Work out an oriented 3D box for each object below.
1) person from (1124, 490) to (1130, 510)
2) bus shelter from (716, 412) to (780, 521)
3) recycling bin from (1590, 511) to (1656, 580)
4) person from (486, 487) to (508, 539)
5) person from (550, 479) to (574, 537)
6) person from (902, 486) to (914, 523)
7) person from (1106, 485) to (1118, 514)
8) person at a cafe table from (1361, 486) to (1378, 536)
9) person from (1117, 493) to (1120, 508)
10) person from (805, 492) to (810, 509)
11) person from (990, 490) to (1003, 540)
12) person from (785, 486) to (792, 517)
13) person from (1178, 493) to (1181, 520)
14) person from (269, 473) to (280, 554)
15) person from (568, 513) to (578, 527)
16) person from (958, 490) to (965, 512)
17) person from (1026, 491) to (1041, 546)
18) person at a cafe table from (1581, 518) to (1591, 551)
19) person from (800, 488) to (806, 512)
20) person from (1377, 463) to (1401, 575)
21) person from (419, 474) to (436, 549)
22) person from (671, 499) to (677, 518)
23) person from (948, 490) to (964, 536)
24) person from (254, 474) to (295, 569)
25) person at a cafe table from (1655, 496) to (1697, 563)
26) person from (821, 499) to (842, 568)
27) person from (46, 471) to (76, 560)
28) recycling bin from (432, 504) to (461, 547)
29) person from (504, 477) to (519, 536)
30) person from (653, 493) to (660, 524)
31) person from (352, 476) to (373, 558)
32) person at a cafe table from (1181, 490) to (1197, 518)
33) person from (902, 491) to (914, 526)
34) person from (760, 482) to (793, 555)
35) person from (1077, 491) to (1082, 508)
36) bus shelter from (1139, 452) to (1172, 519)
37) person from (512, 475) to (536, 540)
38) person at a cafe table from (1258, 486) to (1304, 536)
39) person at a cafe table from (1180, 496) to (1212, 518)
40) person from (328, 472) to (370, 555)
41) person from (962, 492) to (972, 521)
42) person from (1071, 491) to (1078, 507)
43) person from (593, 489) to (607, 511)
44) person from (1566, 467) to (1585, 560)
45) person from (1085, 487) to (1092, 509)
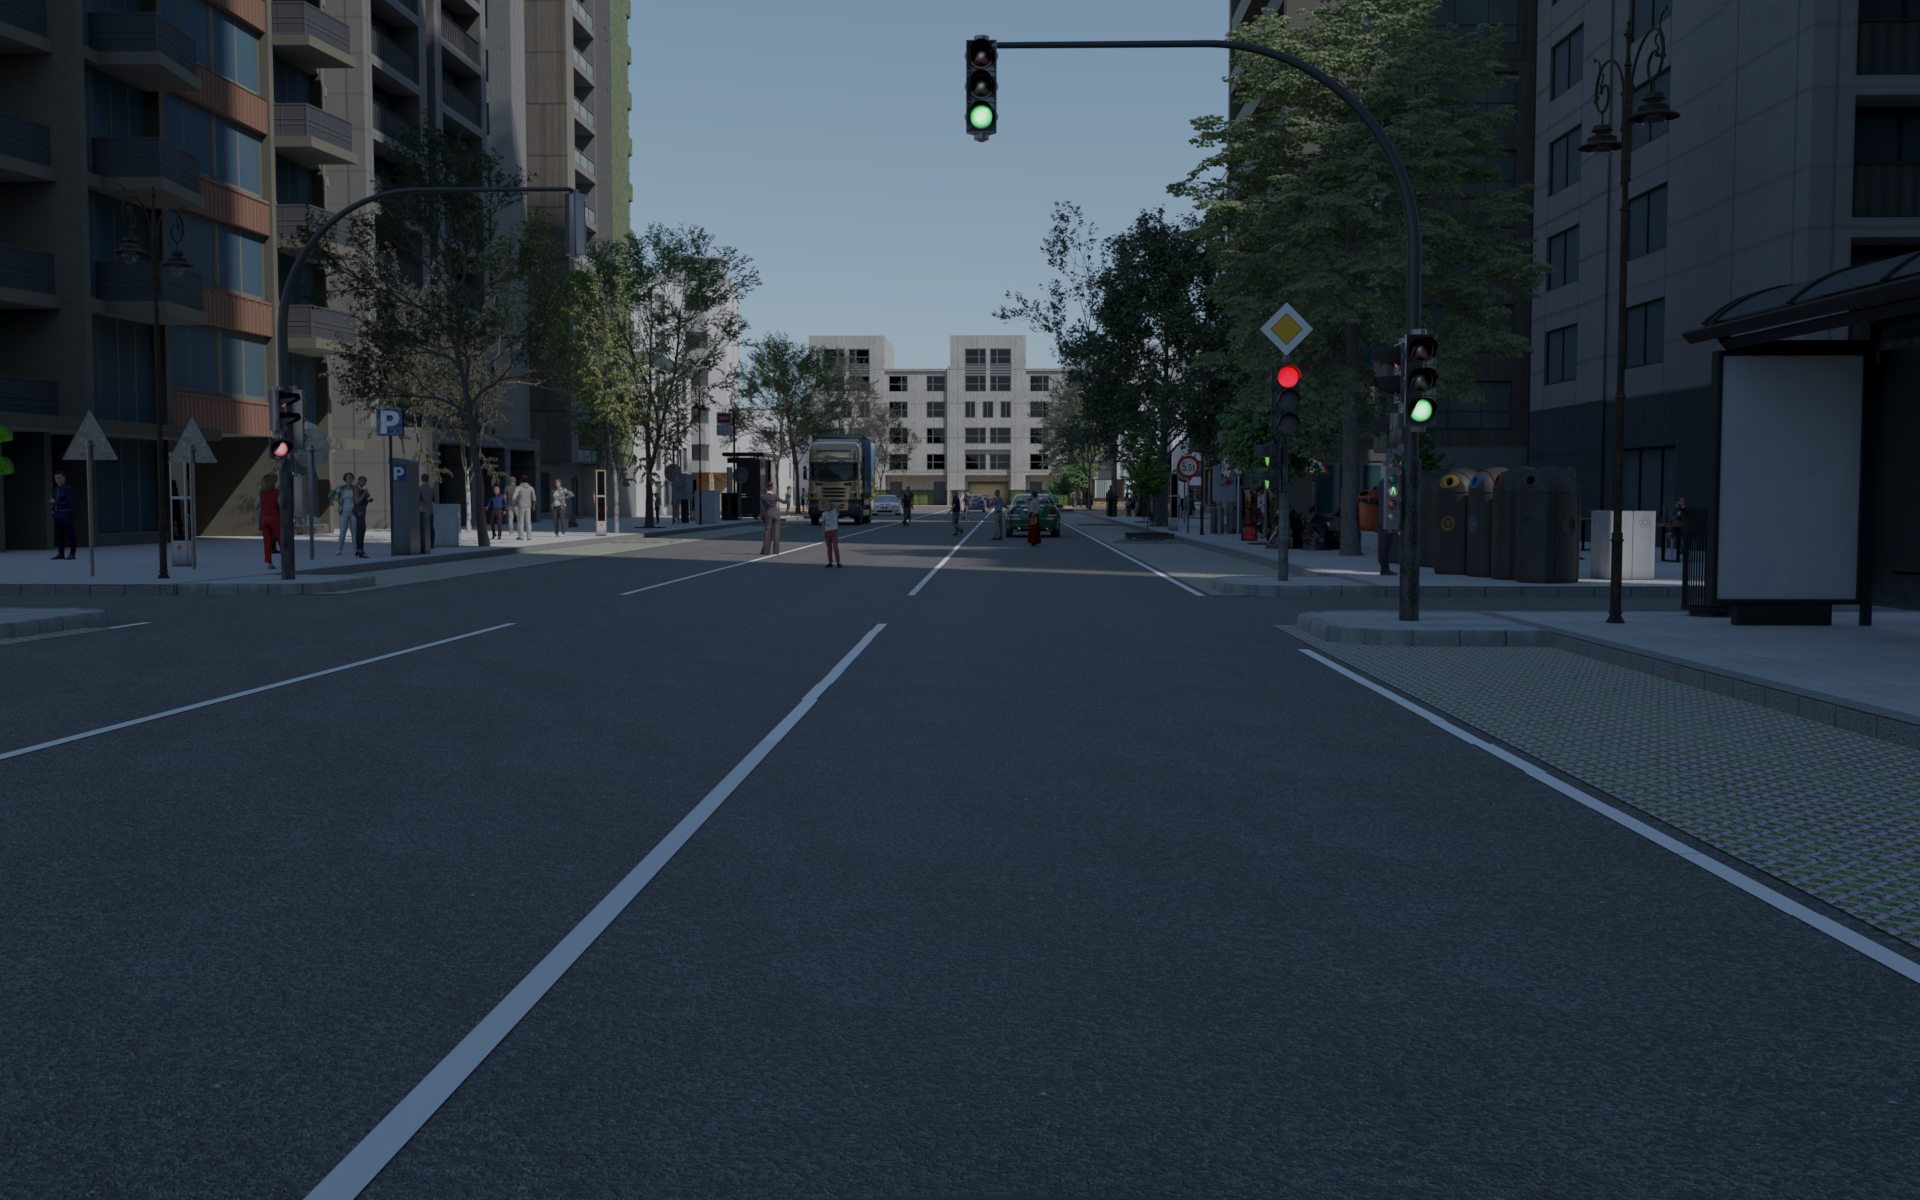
[{"bbox_3d":[13.100,-7.862,135.393,0.445,1.727,0.742,1,4,22],"label":"person"},{"bbox_3d":[-10.805,-6.744,87.897,2.179,5.291,8.768,0,4,2],"label":"bus shelter"},{"bbox_3d":[9.994,-0.830,26.128,0.722,1.027,0.722,0,4,-1],"label":"recycling bin"},{"bbox_3d":[-13.239,-2.476,49.219,0.574,1.496,0.600,2,4,33],"label":"person"},{"bbox_3d":[-11.985,-2.759,51.871,0.841,1.734,0.376,2,4,32],"label":"person"},{"bbox_3d":[-2.564,-4.644,84.555,0.598,1.807,0.434,1,4,21],"label":"person"},{"bbox_3d":[8.991,-5.926,103.070,0.705,1.807,1.348,-2,4,-27],"label":"person"},{"bbox_3d":[12.966,-2.701,52.671,1.622,1.524,1.698,1,4,12],"label":"person at a cafe table"},{"bbox_3d":[14.857,-9.468,164.104,0.557,1.426,1.065,-1,4,-21],"label":"person"},{"bbox_3d":[-12.931,-8.712,149.015,0.617,1.759,0.750,2,4,26],"label":"person"},{"bbox_3d":[1.158,-2.665,54.132,0.319,1.574,0.516,3,4,38],"label":"person"},{"bbox_3d":[-9.629,-5.513,96.910,0.376,1.734,0.841,0,4,1],"label":"person"},{"bbox_3d":[10.944,-4.712,86.987,0.340,1.345,0.435,-2,4,-33],"label":"person"},{"bbox_3d":[-14.751,-1.869,37.287,0.600,1.739,0.565,-3,5,-43],"label":"person"},{"bbox_3d":[-14.868,-3.054,66.444,0.381,0.543,0.357,-3,5,-39],"label":"person"},{"bbox_3d":[0.132,-8.099,141.584,0.551,1.740,0.621,0,4,-5],"label":"person"},{"bbox_3d":[2.042,-2.242,47.619,0.387,1.526,0.523,-1,4,-22],"label":"person"},{"bbox_3d":[13.673,-1.748,39.442,1.698,1.238,1.726,3,4,36],"label":"person at a cafe table"},{"bbox_3d":[-11.223,-7.100,122.912,0.721,1.735,1.217,0,4,3],"label":"person"},{"bbox_3d":[6.875,-1.277,27.365,0.568,1.767,0.683,0,4,-6],"label":"person"},{"bbox_3d":[-12.624,-2.086,40.685,0.617,1.759,0.750,-3,4,-37],"label":"person"},{"bbox_3d":[-15.529,-5.244,94.159,0.546,1.535,0.453,3,4,36],"label":"person"},{"bbox_3d":[-0.122,-2.942,58.809,0.569,1.553,0.471,-3,5,-44],"label":"person"},{"bbox_3d":[-11.723,-1.337,29.609,0.593,1.614,0.444,2,4,27],"label":"person"},{"bbox_3d":[13.963,-1.360,33.097,1.698,1.238,1.726,0,4,1],"label":"person at a cafe table"},{"bbox_3d":[-2.495,-1.306,33.765,0.435,1.345,0.340,0,4,5],"label":"person"},{"bbox_3d":[-17.587,-1.657,33.835,0.576,1.737,0.504,1,4,15],"label":"person"},{"bbox_3d":[-13.021,-1.883,43.339,0.722,1.027,0.722,0,4,5],"label":"recycling bin"},{"bbox_3d":[-13.633,-2.863,52.987,0.598,1.807,0.434,0,4,8],"label":"person"},{"bbox_3d":[-13.197,-3.998,75.324,0.340,1.345,0.435,-2,4,-33],"label":"person"},{"bbox_3d":[-11.963,-1.666,34.756,0.593,1.643,0.415,3,5,39],"label":"person"},{"bbox_3d":[12.621,-5.264,94.579,1.698,1.524,1.622,1,4,10],"label":"person at a cafe table"},{"bbox_3d":[-2.380,-4.106,77.848,0.569,1.553,0.471,-1,4,-22],"label":"person"},{"bbox_3d":[-4.349,-1.935,40.945,0.742,1.727,0.445,-2,4,-28],"label":"person"},{"bbox_3d":[11.128,-9.526,162.316,0.750,1.759,0.617,1,4,19],"label":"person"},{"bbox_3d":[10.430,-6.271,93.809,1.731,3.624,6.357,0,4,2],"label":"bus shelter"},{"bbox_3d":[-12.080,-2.560,48.045,0.875,1.805,0.789,-3,4,-36],"label":"person"},{"bbox_3d":[9.221,-2.614,51.260,1.622,1.524,1.698,0,4,2],"label":"person at a cafe table"},{"bbox_3d":[12.517,-4.977,92.239,1.726,1.238,1.698,-2,4,-27],"label":"person at a cafe table"},{"bbox_3d":[-12.873,-1.818,36.494,0.841,1.734,0.376,-1,4,-14],"label":"person"},{"bbox_3d":[0.342,-4.951,91.661,0.569,1.553,0.471,-2,4,-30],"label":"person"},{"bbox_3d":[11.220,-9.985,170.012,0.721,1.735,1.217,3,4,38],"label":"person"},{"bbox_3d":[-11.561,-3.036,55.814,0.434,1.807,0.598,2,4,32],"label":"person"},{"bbox_3d":[11.958,-1.696,33.897,0.434,1.807,0.598,0,4,-4],"label":"person"},{"bbox_3d":[11.282,-8.993,152.716,0.705,1.869,1.348,-1,4,-16],"label":"person"}]
